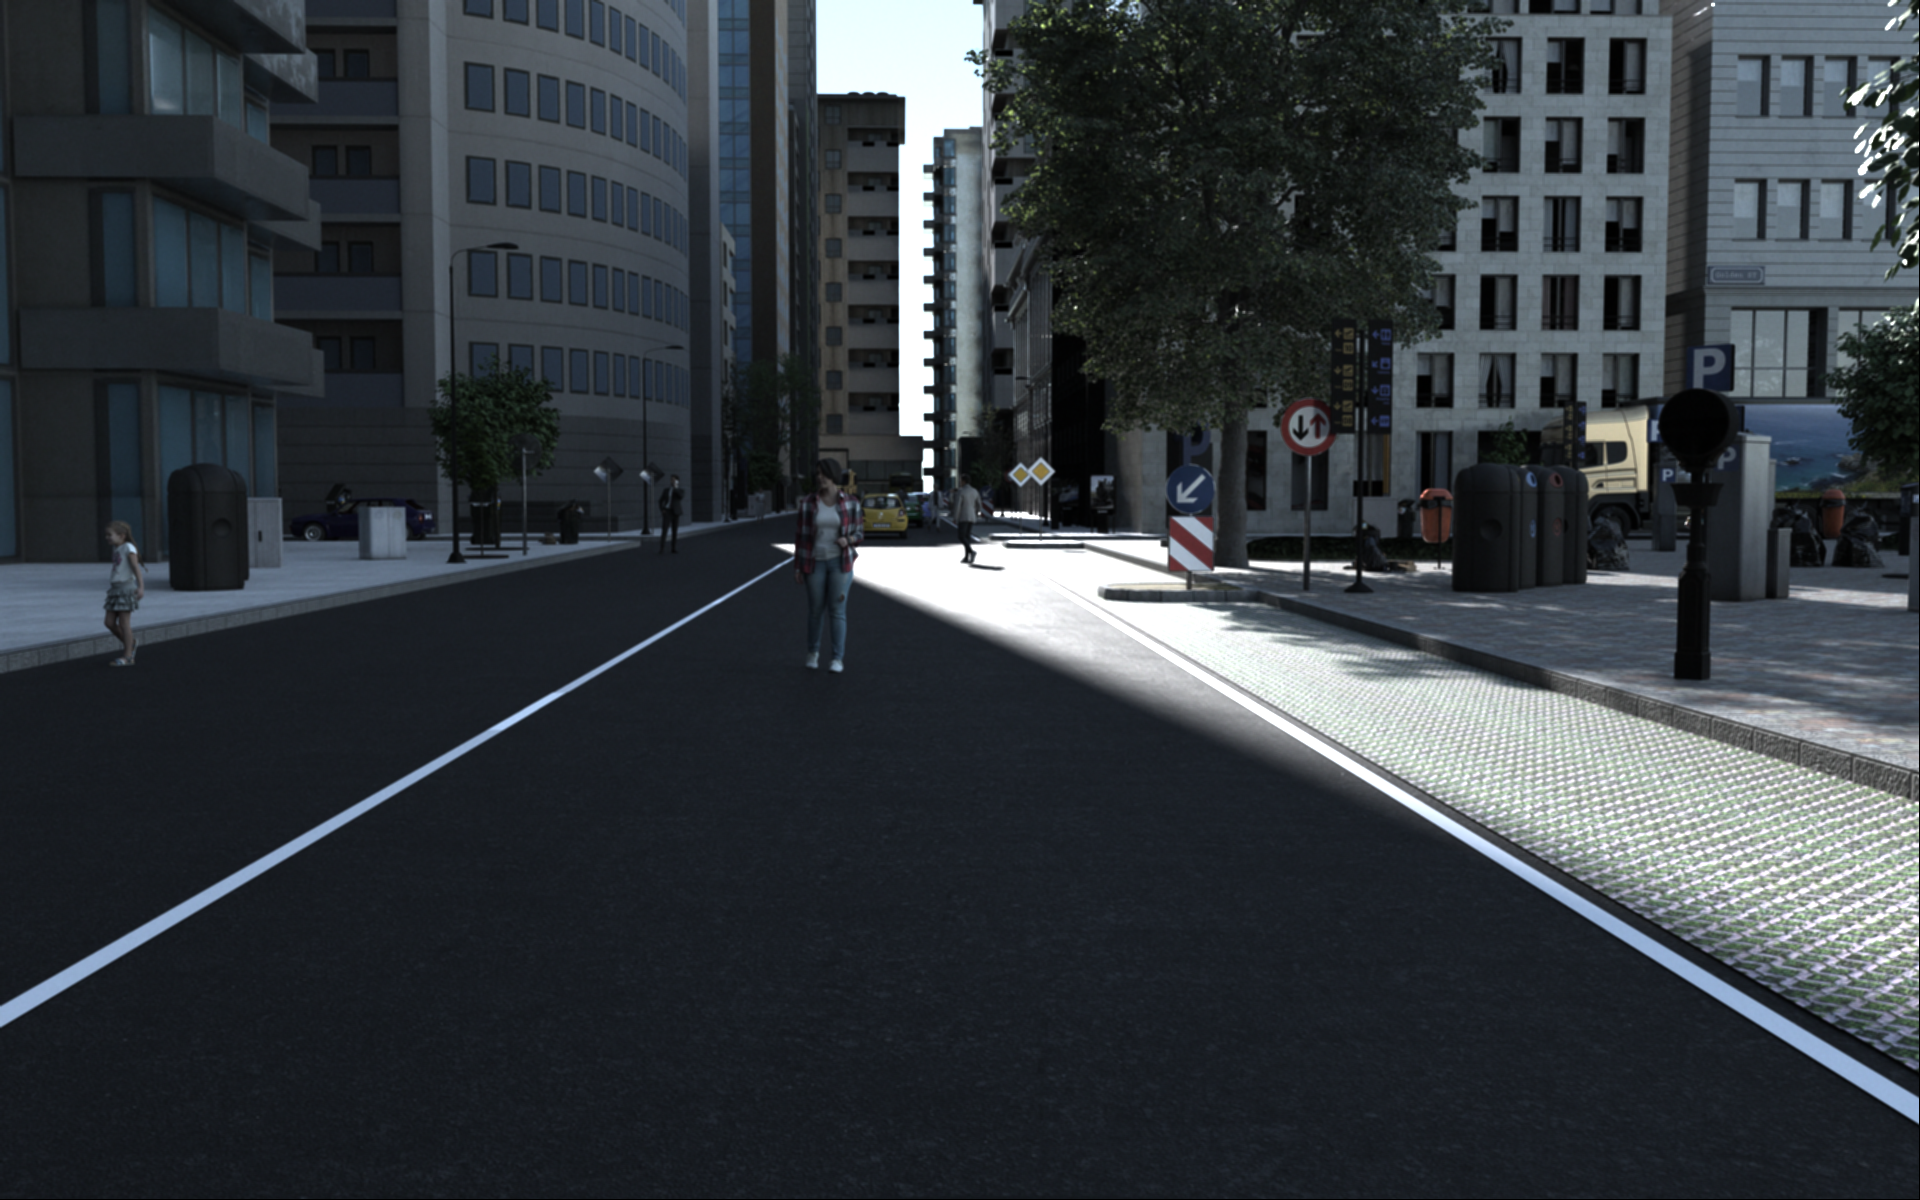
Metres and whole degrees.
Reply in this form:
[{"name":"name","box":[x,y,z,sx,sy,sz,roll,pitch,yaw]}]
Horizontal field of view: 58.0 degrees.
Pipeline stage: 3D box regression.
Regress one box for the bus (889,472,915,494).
[{"name":"bus","box":[-6.422,-12.206,191.114,2.896,3.916,12.252,0,4,-1]}]

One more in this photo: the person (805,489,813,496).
[{"name":"person","box":[-8.952,-5.732,102.793,0.524,1.755,0.480,0,4,2]}]

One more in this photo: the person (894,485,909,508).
[{"name":"person","box":[-2.355,-3.693,69.054,0.592,1.802,0.473,3,5,39]}]

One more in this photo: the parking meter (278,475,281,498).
[{"name":"parking meter","box":[-17.712,-2.380,44.629,0.399,1.863,0.255,-1,4,-12]}]

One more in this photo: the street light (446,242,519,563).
[{"name":"street light","box":[-8.840,-3.642,32.090,1.470,5.913,1.316,0,4,-2]}]

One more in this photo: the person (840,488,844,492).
[{"name":"person","box":[-6.828,-5.621,100.748,0.721,1.781,0.623,1,4,11]}]

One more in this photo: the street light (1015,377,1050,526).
[{"name":"street light","box":[2.870,-5.878,68.651,1.470,5.913,1.316,0,4,-2]}]

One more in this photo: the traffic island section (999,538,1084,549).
[{"name":"traffic island section","box":[2.186,-1.478,46.443,2.009,0.180,2.903,0,4,-2]}]

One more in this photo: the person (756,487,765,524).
[{"name":"person","box":[-9.505,-4.498,82.606,0.480,1.755,0.524,-2,4,-26]}]

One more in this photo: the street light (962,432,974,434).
[{"name":"street light","box":[0.846,-9.590,129.332,1.470,5.913,1.316,0,4,-2]}]

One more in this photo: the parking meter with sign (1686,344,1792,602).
[{"name":"parking meter with sign","box":[9.427,-1.505,20.868,1.738,3.016,0.543,-3,4,-39]}]

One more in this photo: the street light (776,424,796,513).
[{"name":"street light","box":[-11.547,-8.704,114.853,1.470,5.913,1.316,0,4,-2]}]

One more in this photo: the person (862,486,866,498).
[{"name":"person","box":[-5.036,-5.022,90.496,0.818,1.842,0.514,-1,4,-15]}]

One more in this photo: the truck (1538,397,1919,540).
[{"name":"truck","box":[22.271,-3.808,51.167,11.283,4.237,2.839,0,4,-1]}]

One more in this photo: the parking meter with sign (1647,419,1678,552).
[{"name":"parking meter with sign","box":[16.010,-2.638,39.387,0.543,3.016,1.738,1,4,13]}]

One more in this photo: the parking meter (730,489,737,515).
[{"name":"parking meter","box":[-12.529,-5.340,95.719,0.372,1.533,0.369,0,3,0]}]

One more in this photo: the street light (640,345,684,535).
[{"name":"street light","box":[-9.313,-4.993,54.179,1.470,5.913,1.316,0,4,-2]}]

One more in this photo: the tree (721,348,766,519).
[{"name":"tree","box":[-11.874,-8.396,87.629,4.360,8.622,3.978,0,3,0]}]

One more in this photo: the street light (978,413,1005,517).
[{"name":"street light","box":[1.896,-7.734,98.993,1.470,5.913,1.316,0,4,-2]}]

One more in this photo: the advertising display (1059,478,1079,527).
[{"name":"advertising display","box":[4.213,-3.854,68.227,0.974,1.923,0.123,0,4,-8]}]

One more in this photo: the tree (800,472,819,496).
[{"name":"tree","box":[-13.142,-9.555,150.830,1.663,3.219,1.824,0,3,0]}]

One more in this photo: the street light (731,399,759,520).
[{"name":"street light","box":[-10.487,-6.849,84.514,1.470,5.913,1.316,0,4,-2]}]

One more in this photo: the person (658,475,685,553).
[{"name":"person","box":[-6.989,-2.088,42.008,0.648,1.900,0.474,-1,4,-13]}]

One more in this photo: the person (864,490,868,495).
[{"name":"person","box":[-4.208,-4.128,77.804,0.330,1.601,0.589,0,4,3]}]

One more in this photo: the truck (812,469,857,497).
[{"name":"truck","box":[-9.644,-8.591,136.388,3.469,3.379,9.791,0,4,-1]}]

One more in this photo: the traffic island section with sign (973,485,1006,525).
[{"name":"traffic island section with sign","box":[1.092,-4.357,79.869,1.989,1.847,2.006,0,4,-2]}]

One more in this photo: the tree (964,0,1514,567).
[{"name":"tree","box":[4.796,-7.573,30.481,9.857,13.997,8.962,0,3,0]}]

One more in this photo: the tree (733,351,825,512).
[{"name":"tree","box":[-13.300,-12.164,124.642,9.928,11.665,9.643,0,3,0]}]

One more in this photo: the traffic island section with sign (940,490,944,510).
[{"name":"traffic island section with sign","box":[-2.299,-10.676,183.178,1.989,1.847,2.006,0,4,-2]}]

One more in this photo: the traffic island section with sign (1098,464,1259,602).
[{"name":"traffic island section with sign","box":[2.935,-0.928,23.807,1.989,1.847,2.006,0,4,-2]}]

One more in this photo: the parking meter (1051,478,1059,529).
[{"name":"parking meter","box":[3.448,-3.495,62.855,0.255,1.863,0.399,1,4,12]}]

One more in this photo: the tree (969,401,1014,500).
[{"name":"tree","box":[2.486,-11.336,135.702,4.360,8.622,3.978,0,3,0]}]

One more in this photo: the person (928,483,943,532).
[{"name":"person","box":[-0.952,-3.494,65.501,0.514,1.842,0.818,-2,4,-28]}]

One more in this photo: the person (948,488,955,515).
[{"name":"person","box":[-0.500,-6.677,117.767,0.767,1.812,0.694,0,4,-7]}]

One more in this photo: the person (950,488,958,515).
[{"name":"person","box":[-0.270,-6.119,108.812,0.850,1.792,0.678,-2,4,-31]}]

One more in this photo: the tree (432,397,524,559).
[{"name":"tree","box":[-9.727,-2.450,34.665,1.663,3.219,1.824,0,3,0]}]

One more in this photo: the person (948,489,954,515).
[{"name":"person","box":[-0.538,-6.283,111.711,0.515,1.767,0.782,0,4,8]}]

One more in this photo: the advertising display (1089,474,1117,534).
[{"name":"advertising display","box":[4.660,-3.135,56.472,0.974,1.923,0.123,3,4,38]}]

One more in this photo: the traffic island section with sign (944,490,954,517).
[{"name":"traffic island section with sign","box":[0.201,-6.020,107.062,1.989,1.847,2.006,0,4,-2]}]

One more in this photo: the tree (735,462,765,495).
[{"name":"tree","box":[-12.344,-6.578,102.153,1.663,3.219,1.824,0,3,0]}]

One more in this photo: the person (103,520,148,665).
[{"name":"person","box":[-6.965,-0.064,14.561,0.505,1.210,0.382,3,4,36]}]

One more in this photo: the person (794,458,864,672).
[{"name":"person","box":[-1.062,-0.290,14.077,0.563,1.720,0.643,0,4,3]}]

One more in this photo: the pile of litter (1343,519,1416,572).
[{"name":"pile of litter","box":[7.085,-0.931,29.195,1.176,0.858,1.719,0,4,6]}]

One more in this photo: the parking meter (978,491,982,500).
[{"name":"parking meter","box":[1.399,-7.108,124.618,0.372,1.533,0.369,0,3,0]}]

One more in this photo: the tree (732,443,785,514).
[{"name":"tree","box":[-12.916,-7.789,111.070,4.285,4.588,4.351,0,3,0]}]

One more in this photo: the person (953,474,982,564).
[{"name":"person","box":[0.186,-1.675,35.734,0.661,1.843,0.795,-3,4,-36]}]

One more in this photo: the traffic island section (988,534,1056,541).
[{"name":"traffic island section","box":[1.923,-1.966,54.424,2.009,0.180,2.903,0,4,-2]}]

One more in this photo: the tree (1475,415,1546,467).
[{"name":"tree","box":[13.385,-2.893,41.895,1.663,3.219,1.824,0,3,0]}]

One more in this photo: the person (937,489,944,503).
[{"name":"person","box":[-1.508,-6.744,119.043,0.678,1.792,0.850,-2,4,-30]}]

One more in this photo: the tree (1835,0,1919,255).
[{"name":"tree","box":[5.666,-1.456,7.518,4.285,4.588,4.351,0,3,0]}]

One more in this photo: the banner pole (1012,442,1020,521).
[{"name":"banner pole","box":[2.633,-5.724,83.612,0.401,3.779,0.863,1,4,18]}]

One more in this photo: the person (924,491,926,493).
[{"name":"person","box":[-3.926,-11.677,200.131,1.217,1.735,0.721,3,5,44]}]

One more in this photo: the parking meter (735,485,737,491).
[{"name":"parking meter","box":[-13.728,-6.160,106.421,0.399,1.863,0.255,1,4,13]}]

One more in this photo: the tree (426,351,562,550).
[{"name":"tree","box":[-10.689,-3.444,40.016,4.285,4.588,4.351,0,3,0]}]

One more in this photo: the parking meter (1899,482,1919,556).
[{"name":"parking meter","box":[19.832,-1.697,36.161,0.372,1.533,0.369,0,3,0]}]

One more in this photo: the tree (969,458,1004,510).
[{"name":"tree","box":[2.169,-9.752,143.154,4.285,4.588,4.351,0,3,0]}]
